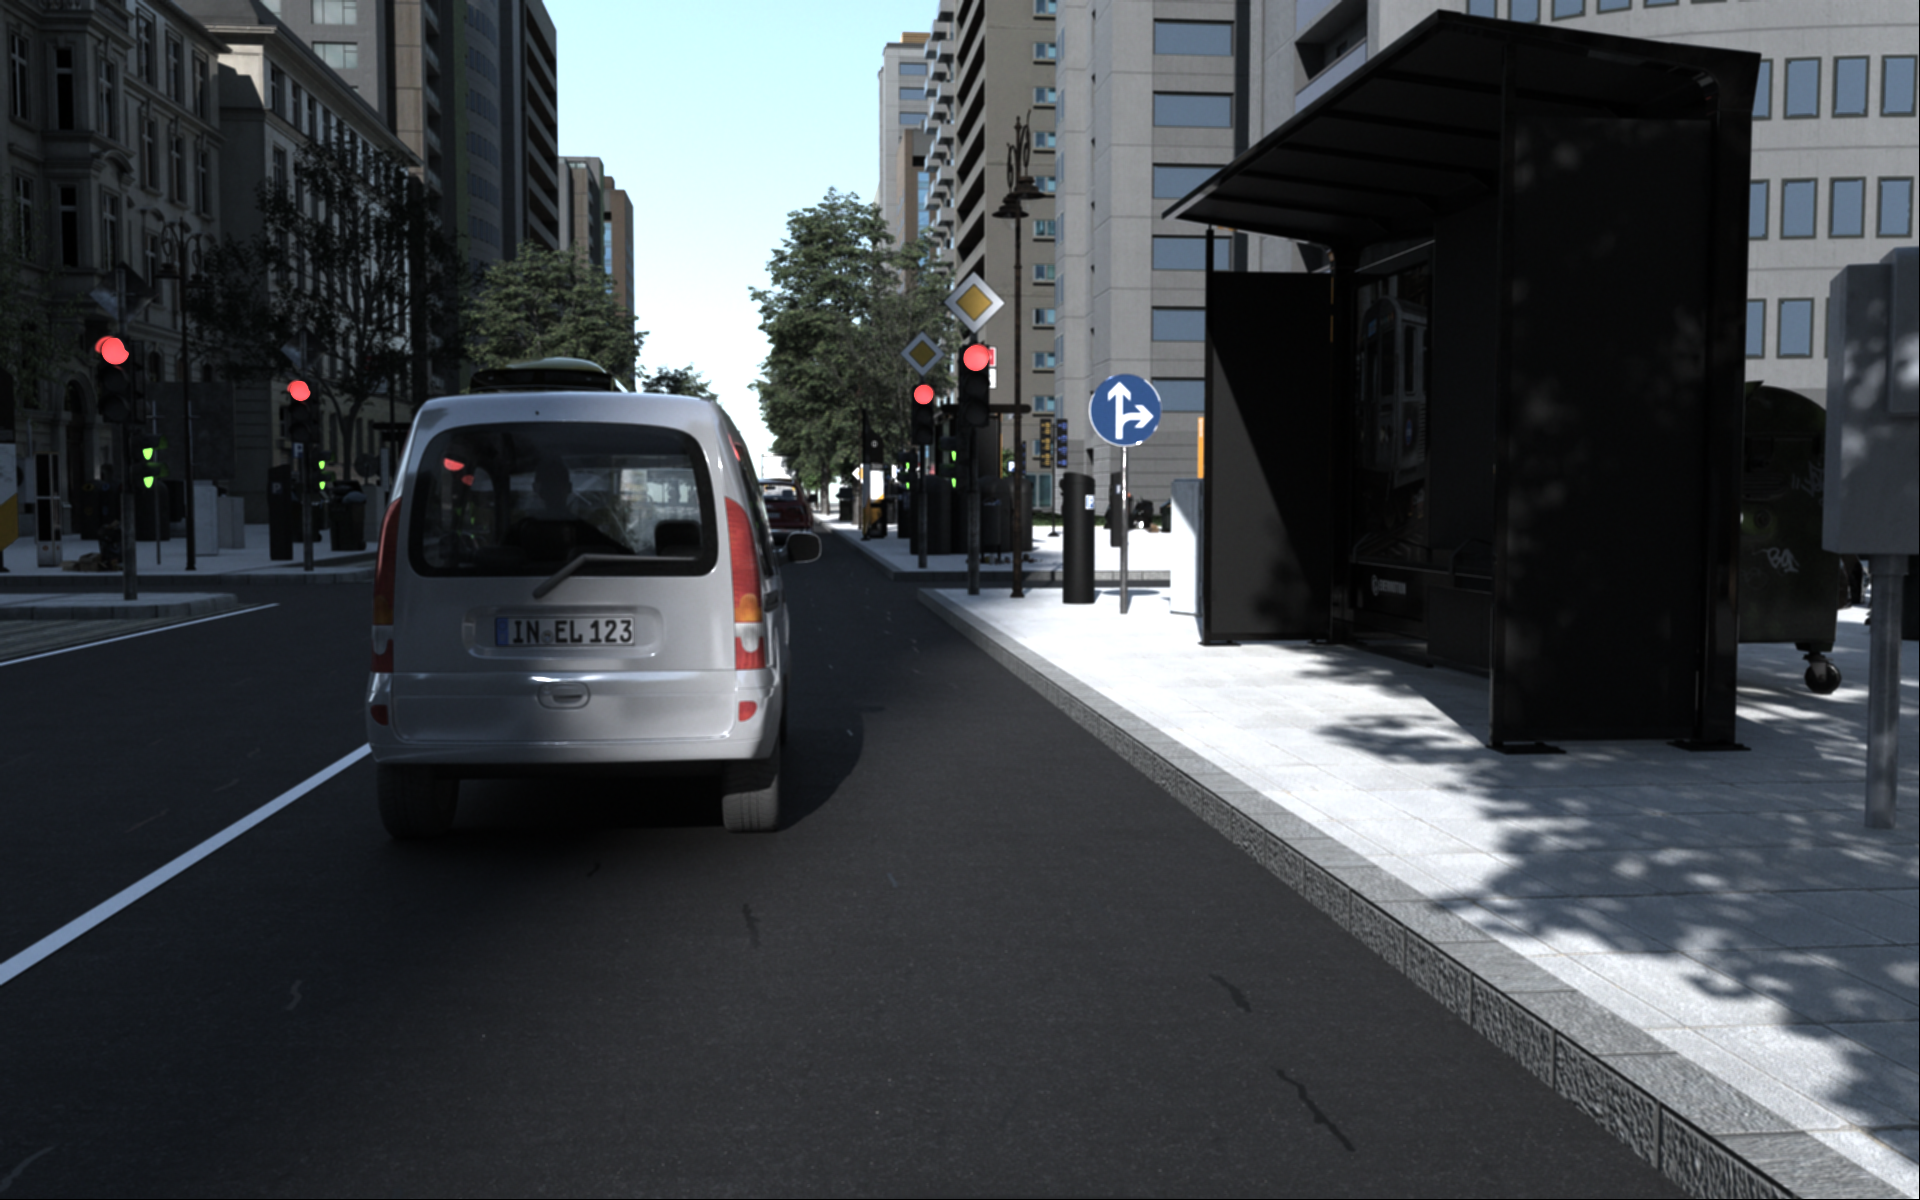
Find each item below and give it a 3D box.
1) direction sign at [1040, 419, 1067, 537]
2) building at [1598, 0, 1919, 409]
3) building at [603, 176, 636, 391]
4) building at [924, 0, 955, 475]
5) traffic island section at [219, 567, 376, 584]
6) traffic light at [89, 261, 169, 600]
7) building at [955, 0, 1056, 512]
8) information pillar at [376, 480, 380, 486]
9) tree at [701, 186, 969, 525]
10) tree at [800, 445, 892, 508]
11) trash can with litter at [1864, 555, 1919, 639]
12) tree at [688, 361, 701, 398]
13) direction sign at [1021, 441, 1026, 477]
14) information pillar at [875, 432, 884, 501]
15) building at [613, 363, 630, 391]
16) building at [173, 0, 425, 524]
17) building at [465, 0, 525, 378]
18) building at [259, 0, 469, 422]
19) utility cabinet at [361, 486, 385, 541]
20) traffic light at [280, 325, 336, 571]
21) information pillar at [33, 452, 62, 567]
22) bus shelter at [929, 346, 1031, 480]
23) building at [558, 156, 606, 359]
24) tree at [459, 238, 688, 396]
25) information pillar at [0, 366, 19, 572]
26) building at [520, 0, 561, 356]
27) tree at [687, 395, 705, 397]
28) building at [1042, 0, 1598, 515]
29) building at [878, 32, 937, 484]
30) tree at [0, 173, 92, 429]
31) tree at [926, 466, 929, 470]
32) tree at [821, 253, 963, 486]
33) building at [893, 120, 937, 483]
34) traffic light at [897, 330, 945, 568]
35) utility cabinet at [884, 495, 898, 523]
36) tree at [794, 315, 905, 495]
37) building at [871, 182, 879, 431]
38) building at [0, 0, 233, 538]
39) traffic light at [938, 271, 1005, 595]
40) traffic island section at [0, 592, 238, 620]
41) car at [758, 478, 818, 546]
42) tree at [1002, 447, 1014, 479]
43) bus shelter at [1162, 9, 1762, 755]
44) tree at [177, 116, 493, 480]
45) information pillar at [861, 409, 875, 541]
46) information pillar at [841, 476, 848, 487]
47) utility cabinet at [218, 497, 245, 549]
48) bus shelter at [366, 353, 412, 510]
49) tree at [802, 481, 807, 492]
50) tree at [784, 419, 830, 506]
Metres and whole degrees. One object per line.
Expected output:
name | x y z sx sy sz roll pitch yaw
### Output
direction sign | 2.825 -3.683 52.209 0.876 3.537 0.379 -1 4 -20
building | 25.022 -31.237 52.724 28.212 58.520 21.231 0 4 -6
building | -53.900 -36.502 246.911 14.600 45.320 14.200 0 4 -6
building | 8.541 -32.806 155.987 23.786 49.044 30.456 0 4 -6
traffic island section | -10.914 -0.409 28.976 2.009 0.180 2.903 0 4 -6
traffic light | -10.050 -1.956 20.902 0.839 4.253 0.868 0 4 -6
building | 11.292 -30.977 130.168 21.300 48.544 21.600 0 4 -6
information pillar | -29.580 -5.133 88.423 0.304 2.012 0.304 2 4 23
tree | -4.173 -10.086 71.563 9.857 13.997 8.962 0 3 0
tree | -4.944 -6.319 87.033 4.285 4.588 4.351 0 3 0
trash can with litter | 8.450 -0.253 15.531 0.624 1.170 1.055 0 4 3
tree | -27.211 -15.820 165.319 9.857 13.997 8.962 0 3 0
direction sign | 2.651 -5.033 74.293 0.379 3.537 0.876 -1 4 -19
information pillar | -2.964 -4.290 61.492 0.504 3.616 0.183 -1 4 -19
building | -57.982 -23.212 224.561 27.650 21.520 28.899 0 4 -6
building | -37.917 -15.492 86.577 16.112 22.955 30.059 0 4 -6
building | -45.213 -35.853 128.196 21.231 58.520 28.212 0 4 -6
building | -38.971 -25.966 108.146 14.154 41.232 14.086 0 4 -6
utility cabinet | -15.964 -2.325 46.698 1.173 1.500 0.318 3 4 36
traffic light | -10.873 -2.442 28.845 0.839 4.253 0.868 0 4 -6
information pillar | -16.015 -1.586 30.423 0.304 2.012 0.304 0 4 -2
bus shelter | 0.188 -4.092 44.540 2.179 5.291 8.768 0 4 -6
building | -49.352 -31.785 203.283 14.154 41.232 14.086 0 4 -6
tree | -19.794 -10.909 85.015 9.857 13.997 8.962 0 3 0
information pillar | -15.719 -2.260 28.314 0.504 3.616 0.183 -3 5 -42
building | -47.619 -32.394 153.343 21.300 48.544 21.600 0 4 -6
tree | -30.158 -17.026 195.380 9.611 12.733 9.660 0 3 0
building | 15.389 -33.341 87.117 21.231 58.520 28.212 0 4 -6
building | -0.214 -42.035 229.273 21.231 58.520 28.212 0 4 -6
tree | -22.629 -5.507 40.404 4.737 8.622 4.395 0 3 0
tree | -0.191 -3.739 55.733 1.663 3.219 1.824 0 3 0
tree | -1.916 -6.224 52.129 4.360 8.622 3.978 0 3 0
building | -0.223 -34.146 208.395 14.600 45.320 14.200 0 4 -6
traffic light | -0.668 -2.507 29.914 0.839 4.253 0.868 0 4 -6
utility cabinet | -2.908 -4.011 76.734 1.020 1.237 0.306 3 5 39
tree | -5.920 -10.554 98.315 9.928 11.665 9.643 0 3 0
building | -1.765 -38.575 254.409 21.300 48.544 21.600 0 4 -6
building | -33.736 -14.369 54.020 14.460 24.649 34.723 0 4 -6
traffic light | 0.155 -2.021 21.971 0.839 4.253 0.868 0 4 -6
traffic island section | -10.091 0.076 21.033 2.009 0.180 2.903 0 4 -6
car | -4.504 -1.983 41.093 2.281 1.827 5.304 0 4 -5
tree | 2.061 -7.381 104.387 4.285 4.588 4.351 0 3 0
bus shelter | 2.859 -1.244 11.621 1.731 3.624 6.357 0 4 -6
tree | -15.746 -6.689 43.781 8.767 10.594 7.601 0 4 -2
information pillar | -2.592 -3.456 47.855 0.183 3.616 0.504 1 4 14
information pillar | -6.046 -6.070 90.591 0.504 3.616 0.183 -3 5 -41
utility cabinet | -17.201 -1.815 40.836 0.306 1.237 1.020 -3 5 -44
bus shelter | -16.295 -4.562 52.226 2.179 5.291 8.768 0 4 -6
tree | -20.820 -17.341 233.893 4.360 8.622 3.978 0 3 0
tree | -16.504 -16.361 201.909 7.601 10.594 8.767 -1 4 -16
